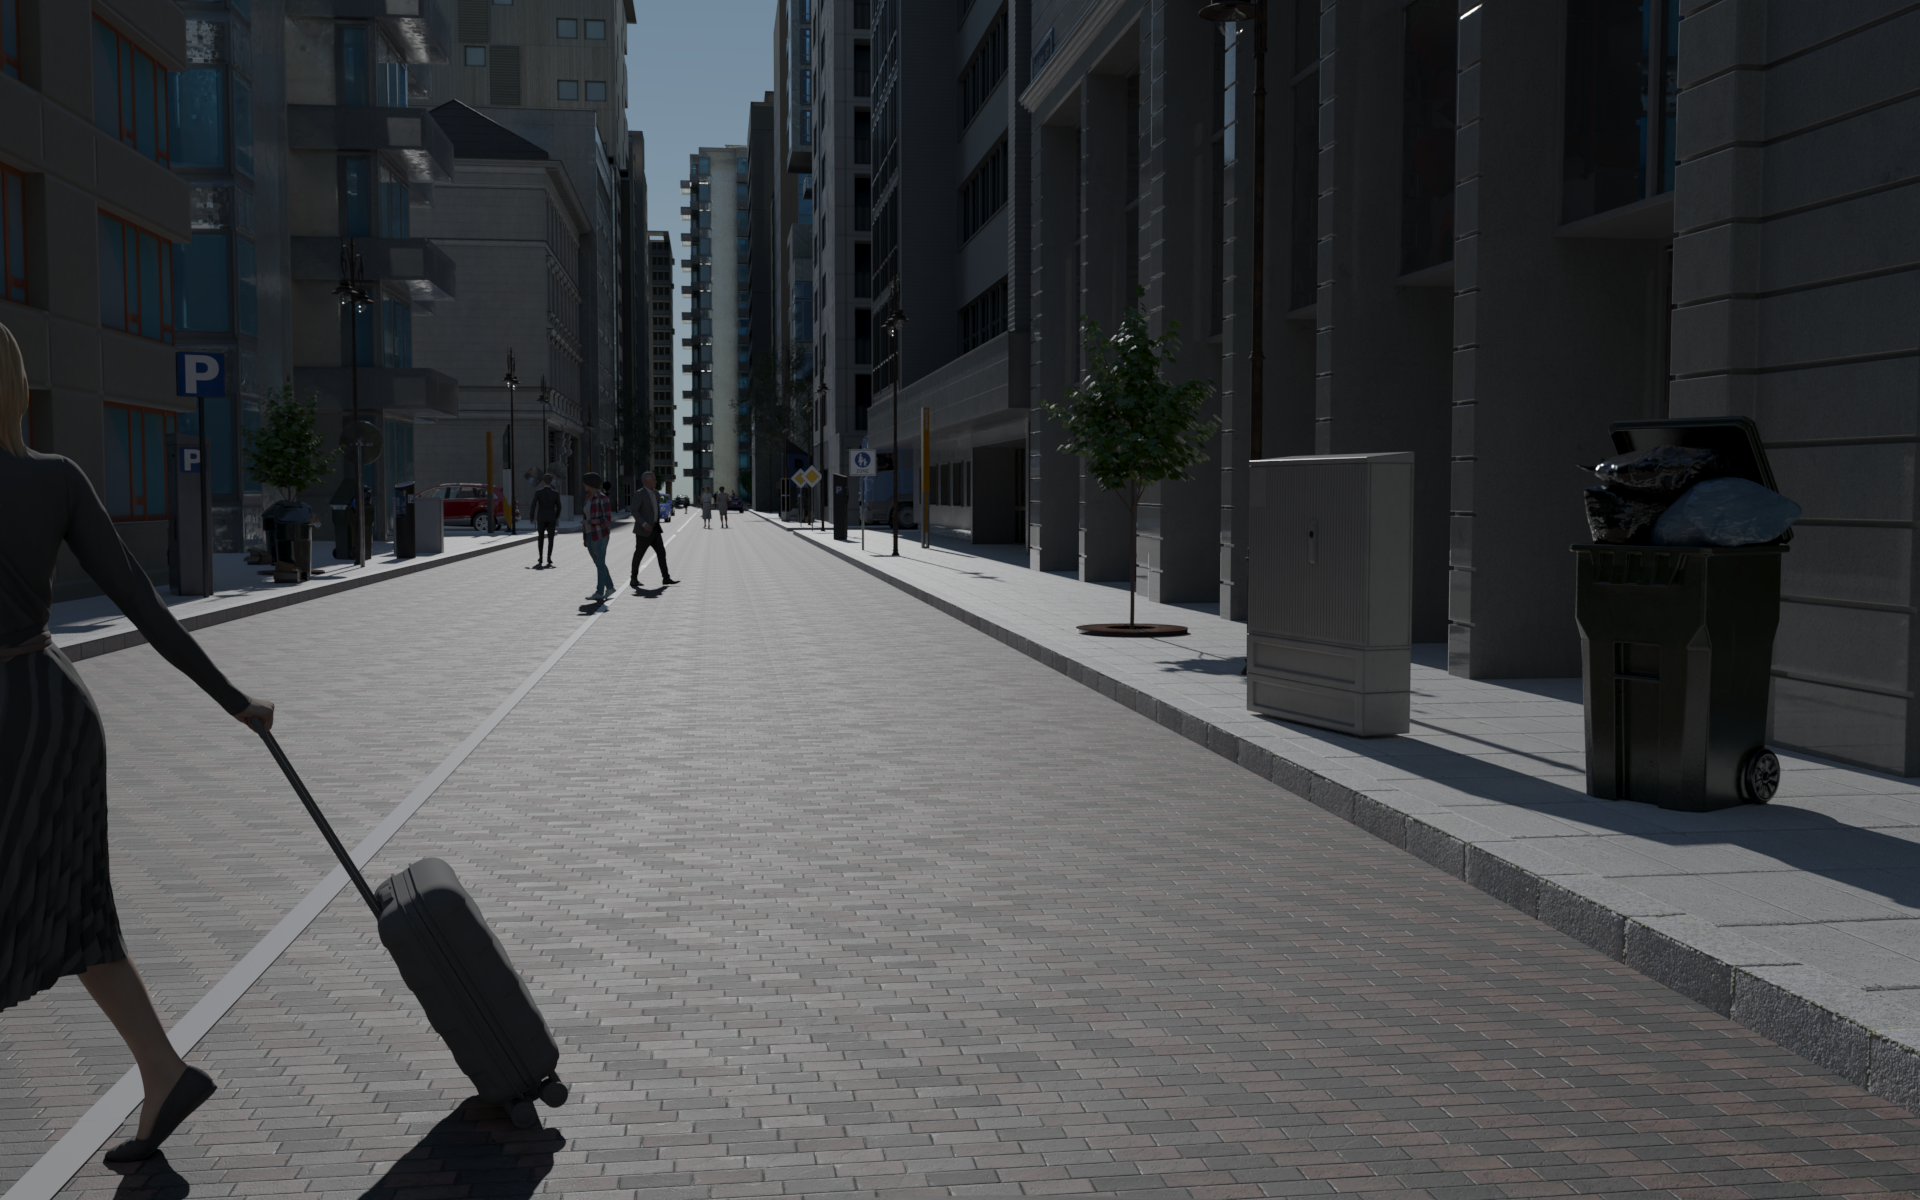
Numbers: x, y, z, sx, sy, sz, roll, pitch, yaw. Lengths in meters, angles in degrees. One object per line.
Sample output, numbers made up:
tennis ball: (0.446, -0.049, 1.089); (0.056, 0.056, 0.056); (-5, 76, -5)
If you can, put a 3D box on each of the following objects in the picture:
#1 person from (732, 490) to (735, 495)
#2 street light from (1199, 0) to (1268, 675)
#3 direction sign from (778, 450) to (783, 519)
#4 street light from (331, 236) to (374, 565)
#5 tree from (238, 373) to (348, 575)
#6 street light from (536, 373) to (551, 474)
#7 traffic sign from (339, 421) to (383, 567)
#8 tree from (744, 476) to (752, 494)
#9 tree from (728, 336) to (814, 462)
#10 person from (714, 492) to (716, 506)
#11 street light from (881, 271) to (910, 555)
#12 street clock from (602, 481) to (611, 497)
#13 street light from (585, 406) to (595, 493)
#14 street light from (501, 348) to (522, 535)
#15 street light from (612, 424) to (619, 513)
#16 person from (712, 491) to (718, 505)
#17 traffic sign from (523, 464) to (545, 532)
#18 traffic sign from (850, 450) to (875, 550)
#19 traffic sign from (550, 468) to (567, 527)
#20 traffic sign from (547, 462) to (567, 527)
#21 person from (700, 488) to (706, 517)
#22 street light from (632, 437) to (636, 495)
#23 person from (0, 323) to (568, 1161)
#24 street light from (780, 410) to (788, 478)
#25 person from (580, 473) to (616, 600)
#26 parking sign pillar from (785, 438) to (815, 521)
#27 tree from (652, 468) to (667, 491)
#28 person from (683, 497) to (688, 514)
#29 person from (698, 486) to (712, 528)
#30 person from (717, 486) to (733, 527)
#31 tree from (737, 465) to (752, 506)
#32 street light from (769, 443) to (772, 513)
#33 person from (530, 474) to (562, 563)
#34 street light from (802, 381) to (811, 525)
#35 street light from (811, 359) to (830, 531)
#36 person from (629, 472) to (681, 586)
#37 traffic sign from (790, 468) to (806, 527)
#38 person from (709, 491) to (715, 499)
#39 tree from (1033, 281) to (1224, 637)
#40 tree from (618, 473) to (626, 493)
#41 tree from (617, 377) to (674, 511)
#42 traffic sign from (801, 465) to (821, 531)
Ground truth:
person: (-19.519, -8.516, 148.178); (0.568, 1.767, 0.683); (0, 4, 7)
street light: (2.089, -2.406, 12.131); (0.468, 5.910, 1.993); (0, 4, -8)
direction sign: (-9.190, -5.955, 89.368); (0.379, 3.537, 0.876); (0, 4, 0)
street light: (-10.928, -3.578, 31.295); (0.468, 5.910, 1.993); (0, 4, -8)
tree: (-10.648, -2.032, 27.818); (1.663, 3.219, 1.824); (0, 3, 0)
street light: (-15.963, -5.734, 66.543); (0.468, 5.910, 1.993); (0, 4, -8)
traffic sign: (-10.480, -1.847, 30.310); (0.768, 2.556, 0.104); (0, 4, 1)
tree: (-22.126, -11.581, 183.949); (1.663, 3.219, 1.824); (0, 3, 0)
tree: (-9.677, -10.215, 101.433); (8.767, 10.594, 7.601); (0, 4, 4)
person: (-29.775, -12.294, 210.973); (0.593, 1.643, 0.415); (3, 4, 36)
street light: (-1.349, -3.873, 36.110); (0.468, 5.910, 1.993); (0, 4, -8)
street clock: (-20.222, -5.791, 99.248); (0.471, 2.002, 0.358); (-2, 4, -24)
street light: (-19.354, -7.212, 90.709); (0.468, 5.910, 1.993); (0, 4, -8)
street light: (-14.128, -5.008, 54.675); (0.468, 5.910, 1.993); (0, 4, -8)
street light: (-22.818, -8.696, 114.965); (0.468, 5.910, 1.993); (0, 4, -8)
person: (-24.849, -10.279, 177.076); (1.217, 1.766, 0.721); (-1, 4, -16)
traffic sign: (-14.362, -3.357, 58.531); (0.795, 2.450, 0.064); (0, 4, -8)
traffic sign: (-2.217, -2.285, 39.488); (0.606, 2.300, 0.079); (0, 4, -2)
traffic sign: (-15.481, -3.841, 66.437); (0.795, 2.450, 0.064); (0, 4, -8)
traffic sign: (-15.817, -4.155, 68.041); (0.768, 2.556, 0.104); (0, 4, -4)
person: (-15.903, -6.087, 107.866); (0.795, 1.843, 0.661); (1, 4, 21)
street light: (-26.098, -10.125, 138.333); (0.468, 5.910, 1.993); (0, 4, -8)
person: (-1.614, 0.309, 3.671); (1.509, 1.804, 0.699); (-1, 4, -21)
street light: (-9.615, -7.471, 94.933); (0.468, 5.910, 1.993); (0, 4, -8)
person: (-4.904, -0.869, 23.547); (0.643, 1.720, 0.563); (-3, 4, -37)
parking sign pillar: (-7.745, -5.815, 83.543); (1.447, 3.967, 1.447); (-1, 4, -15)
tree: (-38.310, -14.285, 217.273); (4.285, 4.588, 4.351); (0, 3, 0)
person: (-20.068, -6.930, 126.476); (0.373, 1.253, 0.362); (2, 4, 27)
person: (-10.718, -3.907, 72.943); (0.480, 1.755, 0.524); (1, 4, 17)
person: (-10.160, -4.036, 74.852); (0.716, 1.782, 0.532); (-1, 4, -9)
tree: (-23.078, -12.737, 191.971); (4.285, 4.588, 4.351); (0, 3, 0)
street light: (-12.934, -8.900, 118.296); (0.468, 5.910, 1.993); (0, 4, -8)
person: (-8.584, -1.687, 35.862); (0.659, 1.850, 0.755); (-1, 4, -16)
street light: (-6.192, -6.011, 71.072); (0.468, 5.910, 1.993); (0, 4, -8)
street light: (-4.720, -5.301, 59.466); (0.468, 5.910, 1.993); (0, 4, -8)
person: (-4.785, -1.106, 26.975); (0.834, 1.777, 0.661); (1, 4, 21)
traffic sign: (-6.225, -3.919, 67.722); (0.795, 2.450, 0.064); (0, 4, -8)
person: (-23.478, -9.346, 162.130); (1.217, 1.723, 0.721); (-1, 4, -19)
tree: (1.624, -1.296, 15.797); (1.663, 3.219, 1.824); (0, 3, 0)
tree: (-26.936, -8.680, 136.524); (1.663, 3.219, 1.824); (0, 3, 0)
tree: (-25.881, -12.042, 131.300); (8.767, 10.594, 7.601); (0, 4, -8)
traffic sign: (-5.106, -3.436, 59.815); (0.795, 2.450, 0.064); (0, 4, -8)
